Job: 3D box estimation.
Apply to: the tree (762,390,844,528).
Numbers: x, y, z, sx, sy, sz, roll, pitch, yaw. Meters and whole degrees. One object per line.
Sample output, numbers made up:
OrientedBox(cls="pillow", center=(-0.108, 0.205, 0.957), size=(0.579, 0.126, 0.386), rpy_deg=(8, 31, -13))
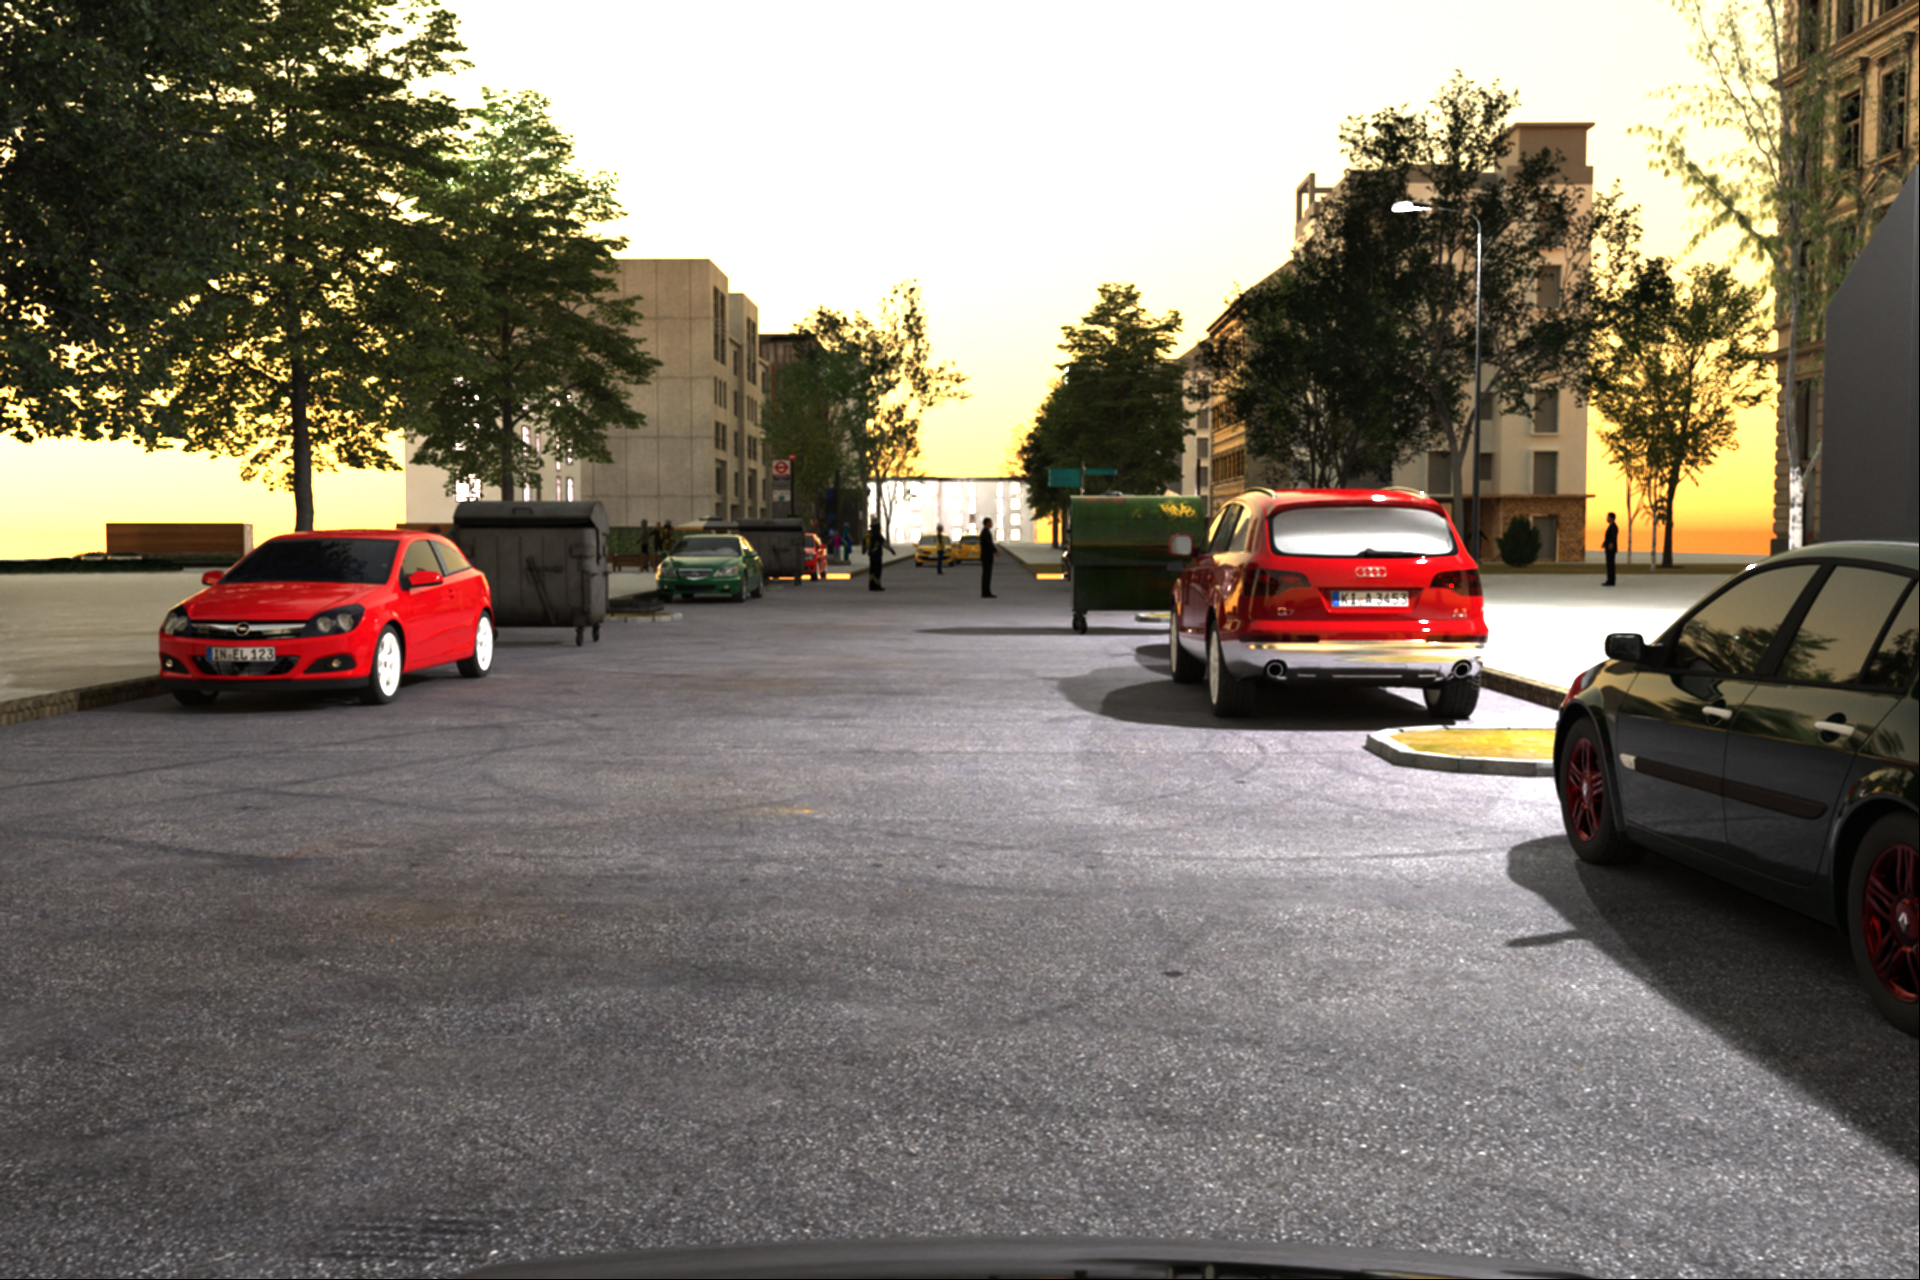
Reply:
OrientedBox(cls="tree", center=(-7.697, -8.418, 87.994), size=(4.737, 8.622, 4.395), rpy_deg=(0, 3, 0))

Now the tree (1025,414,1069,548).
OrientedBox(cls="tree", center=(8.901, -14.696, 158.410), size=(7.486, 12.596, 7.792), rpy_deg=(0, 3, 0))

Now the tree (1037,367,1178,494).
OrientedBox(cls="tree", center=(7.584, -9.412, 88.306), size=(7.601, 10.594, 8.767), rpy_deg=(-1, 4, -13))

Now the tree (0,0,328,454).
OrientedBox(cls="tree", center=(-12.120, -6.900, 19.478), size=(9.857, 13.997, 8.962), rpy_deg=(0, 3, 0))

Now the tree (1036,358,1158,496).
OrientedBox(cls="tree", center=(8.085, -10.796, 102.266), size=(9.928, 11.665, 9.643), rpy_deg=(0, 3, 0))

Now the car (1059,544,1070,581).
OrientedBox(cls="car", center=(4.141, -2.732, 54.459), size=(2.009, 1.686, 4.222), rpy_deg=(0, 3, 0))

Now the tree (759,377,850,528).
OrientedBox(cls="tree", center=(-7.319, -8.050, 81.984), size=(4.737, 8.622, 4.395), rpy_deg=(0, 3, 0))

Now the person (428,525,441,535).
OrientedBox(cls="person", center=(-8.831, -1.174, 28.464), size=(0.421, 1.427, 0.697), rpy_deg=(3, 4, 36))

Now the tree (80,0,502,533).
OrientedBox(cls="tree", center=(-11.901, -6.892, 30.813), size=(7.486, 12.596, 7.792), rpy_deg=(0, 3, 0))

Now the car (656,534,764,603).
OrientedBox(cls="car", center=(-5.380, -1.581, 37.644), size=(2.131, 1.459, 4.920), rpy_deg=(0, 4, 1))

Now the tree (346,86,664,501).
OrientedBox(cls="tree", center=(-11.507, -7.711, 44.199), size=(7.486, 12.596, 7.792), rpy_deg=(0, 3, 0))

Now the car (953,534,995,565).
OrientedBox(cls="car", center=(0.646, -4.439, 82.805), size=(2.015, 1.641, 3.980), rpy_deg=(0, 4, 1))

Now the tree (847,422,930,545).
OrientedBox(cls="tree", center=(-6.580, -14.244, 158.637), size=(9.928, 11.665, 9.643), rpy_deg=(0, 3, 0))

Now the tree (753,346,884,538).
OrientedBox(cls="tree", center=(-7.775, -10.389, 95.619), size=(9.928, 11.665, 9.643), rpy_deg=(0, 3, 0))

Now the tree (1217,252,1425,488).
OrientedBox(cls="tree", center=(13.104, -8.423, 63.474), size=(9.928, 11.665, 9.643), rpy_deg=(0, 3, 0))

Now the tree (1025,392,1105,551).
OrientedBox(cls="tree", center=(8.390, -13.269, 135.081), size=(7.486, 12.596, 7.792), rpy_deg=(0, 3, 0))

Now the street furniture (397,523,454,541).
OrientedBox(cls="street furniture", center=(-20.026, -4.023, 72.626), size=(11.010, 1.723, 9.812), rpy_deg=(-1, 4, -15))

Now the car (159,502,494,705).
OrientedBox(cls="car", center=(-5.658, -0.418, 15.881), size=(2.155, 1.783, 4.494), rpy_deg=(0, 4, 1))

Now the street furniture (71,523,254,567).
OrientedBox(cls="street furniture", center=(-32.361, -3.782, 68.691), size=(9.812, 1.723, 11.010), rpy_deg=(-1, 4, -11))

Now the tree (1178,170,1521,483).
OrientedBox(cls="tree", center=(9.958, -6.787, 45.386), size=(8.767, 10.594, 7.601), rpy_deg=(0, 4, -4))

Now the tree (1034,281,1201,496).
OrientedBox(cls="tree", center=(7.267, -9.821, 78.700), size=(7.486, 12.596, 7.792), rpy_deg=(0, 3, 0))

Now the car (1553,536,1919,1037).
OrientedBox(cls="car", center=(3.547, 0.213, 6.305), size=(2.009, 1.686, 4.222), rpy_deg=(0, 4, 1))

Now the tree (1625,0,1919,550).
OrientedBox(cls="tree", center=(9.310, -4.235, 19.611), size=(4.360, 8.622, 3.978), rpy_deg=(0, 3, 0))

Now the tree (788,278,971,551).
OrientedBox(cls="tree", center=(-5.778, -16.621, 127.649), size=(12.611, 20.169, 13.585), rpy_deg=(0, 3, 0))

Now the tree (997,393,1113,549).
OrientedBox(cls="tree", center=(8.221, -14.408, 145.946), size=(12.009, 13.543, 11.850), rpy_deg=(0, 3, 0))

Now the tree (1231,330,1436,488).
OrientedBox(cls="tree", center=(16.080, -8.554, 74.274), size=(8.767, 10.594, 7.601), rpy_deg=(0, 4, -1))

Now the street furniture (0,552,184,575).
OrientedBox(cls="street furniture", center=(-30.976, -2.509, 56.647), size=(10.072, 0.657, 5.734), rpy_deg=(-3, 4, -38))

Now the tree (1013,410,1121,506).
OrientedBox(cls="tree", center=(8.160, -11.340, 119.818), size=(8.767, 10.594, 7.601), rpy_deg=(-1, 4, -18))

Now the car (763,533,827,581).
OrientedBox(cls="car", center=(-5.212, -2.777, 54.449), size=(2.155, 1.783, 4.494), rpy_deg=(0, 4, 1))

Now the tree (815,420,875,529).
OrientedBox(cls="tree", center=(-7.774, -9.643, 108.021), size=(4.360, 8.622, 3.978), rpy_deg=(0, 3, 0))

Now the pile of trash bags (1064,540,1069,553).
OrientedBox(cls="pile of trash bags", center=(5.176, -3.737, 70.851), size=(1.912, 1.369, 3.447), rpy_deg=(0, 4, 1))

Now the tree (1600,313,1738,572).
OrientedBox(cls="tree", center=(23.658, -6.596, 58.200), size=(4.737, 8.622, 4.395), rpy_deg=(0, 3, 0))

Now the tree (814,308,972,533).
OrientedBox(cls="tree", center=(-5.643, -17.655, 144.544), size=(12.611, 20.169, 13.585), rpy_deg=(0, 3, 0))

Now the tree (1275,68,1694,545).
OrientedBox(cls="tree", center=(10.002, -6.091, 34.004), size=(8.767, 10.594, 7.601), rpy_deg=(2, 4, 29))

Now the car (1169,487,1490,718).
OrientedBox(cls="car", center=(3.022, -0.390, 15.054), size=(2.281, 1.827, 5.304), rpy_deg=(0, 4, 1))

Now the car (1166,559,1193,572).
OrientedBox(cls="car", center=(3.585, -0.708, 20.613), size=(2.155, 1.783, 4.494), rpy_deg=(0, 4, 1))

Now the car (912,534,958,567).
OrientedBox(cls="car", center=(-1.093, -4.094, 77.165), size=(2.015, 1.641, 3.980), rpy_deg=(0, 4, 1))

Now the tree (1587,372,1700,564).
OrientedBox(cls="tree", center=(28.449, -7.555, 73.883), size=(4.360, 8.622, 3.978), rpy_deg=(0, 3, 0))

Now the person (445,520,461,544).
OrientedBox(cls="person", center=(-15.777, -2.976, 54.494), size=(0.704, 1.849, 1.345), rpy_deg=(2, 4, 30))

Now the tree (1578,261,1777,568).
OrientedBox(cls="tree", center=(27.146, -8.560, 65.708), size=(9.928, 11.665, 9.643), rpy_deg=(0, 3, 0))
